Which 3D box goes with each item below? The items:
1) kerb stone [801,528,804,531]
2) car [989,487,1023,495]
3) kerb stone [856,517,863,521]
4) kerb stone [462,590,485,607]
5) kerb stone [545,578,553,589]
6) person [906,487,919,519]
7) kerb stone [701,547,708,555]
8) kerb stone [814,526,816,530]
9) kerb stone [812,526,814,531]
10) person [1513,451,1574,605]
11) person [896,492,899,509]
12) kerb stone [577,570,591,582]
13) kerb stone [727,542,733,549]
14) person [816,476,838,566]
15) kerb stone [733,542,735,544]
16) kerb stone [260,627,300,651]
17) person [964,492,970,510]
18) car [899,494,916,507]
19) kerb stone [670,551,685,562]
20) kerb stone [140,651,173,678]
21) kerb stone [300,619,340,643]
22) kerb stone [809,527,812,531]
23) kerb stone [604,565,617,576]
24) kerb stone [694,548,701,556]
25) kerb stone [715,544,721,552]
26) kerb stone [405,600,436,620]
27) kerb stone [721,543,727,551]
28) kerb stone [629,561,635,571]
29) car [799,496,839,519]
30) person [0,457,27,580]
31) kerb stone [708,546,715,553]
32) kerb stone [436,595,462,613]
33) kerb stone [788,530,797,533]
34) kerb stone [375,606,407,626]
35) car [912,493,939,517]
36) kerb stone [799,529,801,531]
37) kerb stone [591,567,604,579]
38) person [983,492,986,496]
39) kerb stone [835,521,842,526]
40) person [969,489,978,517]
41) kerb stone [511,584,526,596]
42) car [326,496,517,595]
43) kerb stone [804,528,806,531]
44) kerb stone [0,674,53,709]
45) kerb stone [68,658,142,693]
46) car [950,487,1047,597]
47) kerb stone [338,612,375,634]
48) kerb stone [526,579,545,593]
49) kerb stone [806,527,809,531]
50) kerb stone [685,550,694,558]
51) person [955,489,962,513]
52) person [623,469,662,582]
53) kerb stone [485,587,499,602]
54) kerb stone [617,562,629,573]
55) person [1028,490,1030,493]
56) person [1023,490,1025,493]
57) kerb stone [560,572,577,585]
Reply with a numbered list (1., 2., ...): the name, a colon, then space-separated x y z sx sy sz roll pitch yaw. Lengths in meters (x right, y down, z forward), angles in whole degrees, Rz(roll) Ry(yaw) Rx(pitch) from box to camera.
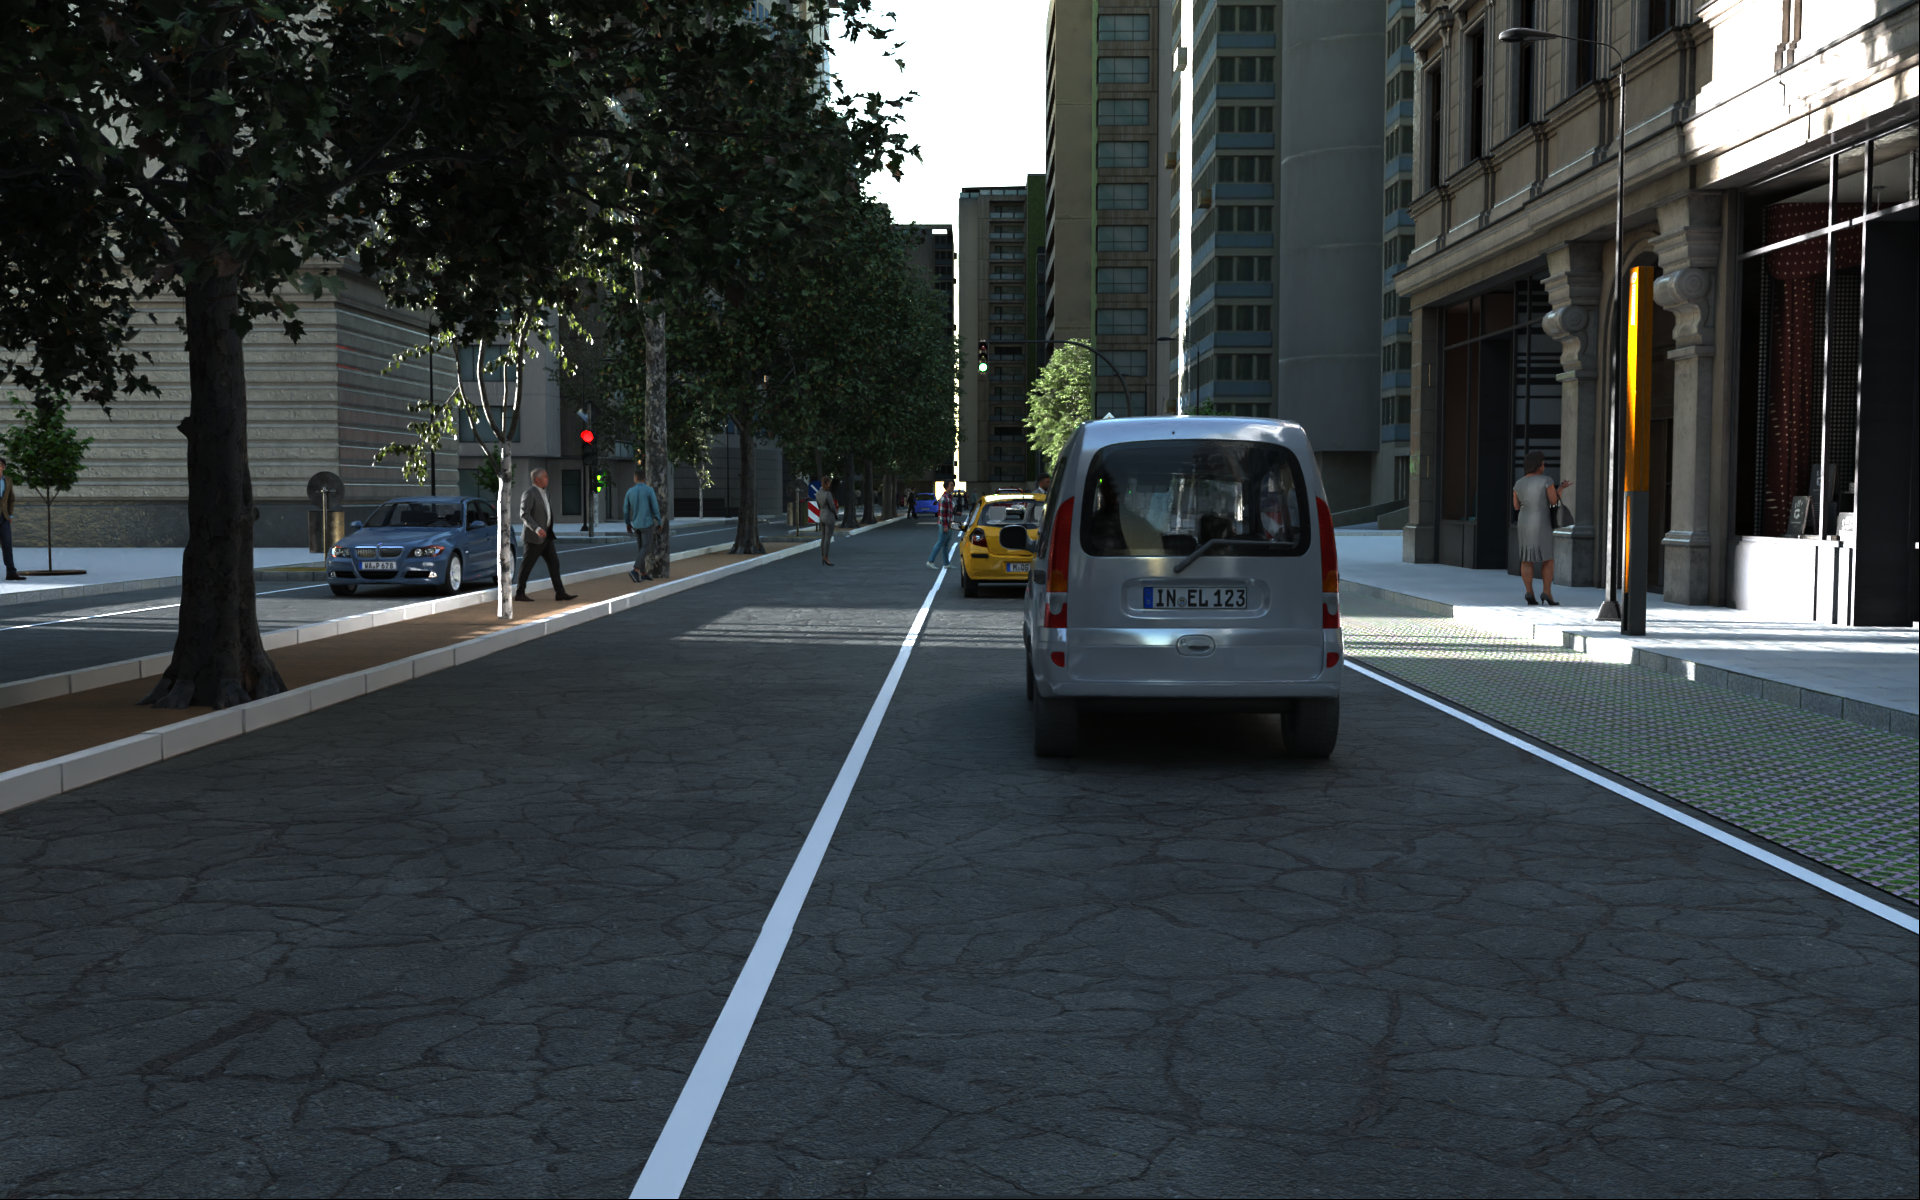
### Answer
1. kerb stone: -5.857 -2.472 62.620 0.120 0.150 1.000 0 4 1
2. car: 2.788 -5.537 99.207 2.281 1.827 5.304 0 4 0
3. kerb stone: -5.506 -4.476 95.440 0.120 0.150 1.000 0 4 1
4. kerb stone: -6.296 0.005 22.113 0.120 0.150 1.000 0 4 1
5. kerb stone: -6.252 -0.241 26.206 0.120 0.150 1.000 0 4 1
6. person: -2.700 -5.575 99.424 0.755 1.850 0.659 0 4 -4
7. kerb stone: -6.101 -1.119 40.551 0.120 0.150 1.000 0 4 1
8. kerb stone: -5.802 -2.786 67.746 0.120 0.150 1.000 0 4 1
9. kerb stone: -5.813 -2.723 66.718 0.120 0.150 1.000 0 4 1
10. person: 6.775 -0.832 20.006 0.532 1.782 0.716 -3 5 -43
11. person: -6.249 -9.761 169.007 0.541 1.710 0.530 2 4 34
12. kerb stone: -6.233 -0.371 28.256 0.120 0.150 1.000 0 4 1
13. kerb stone: -6.059 -1.373 44.643 0.120 0.150 1.000 0 4 1
14. person: -2.619 -1.590 34.773 0.520 1.790 0.573 2 4 35
15. kerb stone: -6.041 -1.436 45.666 0.120 0.150 1.000 0 4 1
16. kerb stone: -6.363 0.382 15.953 0.120 0.150 1.000 0 4 1
17. person: 0.607 -8.751 153.044 0.593 1.643 0.415 1 4 12
18. car: -5.822 -11.524 197.454 2.155 1.783 4.494 0 4 2
19. kerb stone: -6.143 -0.934 37.471 0.120 0.150 1.000 0 4 1
20. kerb stone: -6.386 0.511 13.894 0.120 0.150 1.000 0 4 1
21. kerb stone: -6.354 0.323 16.987 0.120 0.150 1.000 0 4 1
22. kerb stone: -5.832 -2.660 65.690 0.120 0.150 1.000 0 4 1
23. kerb stone: -6.214 -0.495 30.304 0.120 0.150 1.000 0 4 1
24. kerb stone: -6.119 -1.060 39.525 0.120 0.150 1.000 0 4 1
25. kerb stone: -6.085 -1.248 42.599 0.120 0.150 1.000 0 4 1
26. kerb stone: -6.321 0.131 20.061 0.120 0.150 1.000 0 4 1
27. kerb stone: -6.069 -1.305 43.621 0.120 0.150 1.000 0 4 1
28. kerb stone: -6.185 -0.616 32.356 0.120 0.150 1.000 0 4 1
29. car: -7.908 -5.415 97.577 2.155 1.783 4.494 0 4 3
30. person: -14.329 -1.205 25.660 0.836 1.842 0.656 0 4 -6
31. kerb stone: -6.082 -1.184 41.577 0.120 0.150 1.000 0 4 1
32. kerb stone: -6.305 0.068 21.091 0.120 0.150 1.000 0 4 1
33. kerb stone: -5.885 -2.347 60.571 0.120 0.150 1.000 0 4 1
34. kerb stone: -6.336 0.194 19.039 0.120 0.150 1.000 0 4 1
35. car: -2.148 -6.077 108.943 1.945 1.707 3.694 0 4 1
36. kerb stone: -5.873 -2.410 61.596 0.120 0.150 1.000 0 4 1
37. kerb stone: -6.223 -0.433 29.282 0.120 0.150 1.000 0 4 1
38. person: 2.400 -10.050 174.291 0.415 1.643 0.593 0 4 -1
39. kerb stone: -5.659 -3.598 81.091 0.120 0.150 1.000 0 4 1
40. person: 0.918 -6.167 109.815 0.515 1.767 0.782 -2 4 -33
41. kerb stone: -6.275 -0.120 24.160 0.120 0.150 1.000 0 4 1
42. car: -7.964 -0.857 26.012 2.014 1.417 4.499 0 4 1
43. kerb stone: -5.849 -2.534 63.643 0.120 0.150 1.000 0 4 1
44. kerb stone: -6.411 0.634 11.834 0.120 0.150 1.000 0 4 1
45. kerb stone: -6.400 0.574 12.868 0.120 0.150 1.000 0 4 1
46. car: 0.864 -0.931 25.451 2.015 1.641 3.980 0 4 -1
47. kerb stone: -6.347 0.258 18.015 0.120 0.150 1.000 0 4 1
48. kerb stone: -6.264 -0.182 25.182 0.120 0.150 1.000 0 4 1
49. kerb stone: -5.834 -2.596 64.668 0.120 0.150 1.000 0 4 1
50. kerb stone: -6.120 -0.997 38.502 0.120 0.150 1.000 0 4 1
51. person: -0.068 -6.729 118.944 0.576 1.772 0.534 3 5 43
52. person: -5.226 -1.211 28.170 0.638 1.841 0.748 2 4 31
53. kerb stone: -6.288 -0.058 23.138 0.120 0.150 1.000 0 4 1
54. kerb stone: -6.192 -0.558 31.325 0.120 0.150 1.000 0 4 1
55. person: 6.073 -8.862 153.379 1.348 1.826 0.705 0 4 -6
56. person: 6.401 -9.998 171.927 1.348 1.831 0.705 0 4 -5
57. kerb stone: -6.246 -0.308 27.228 0.120 0.150 1.000 0 4 1
